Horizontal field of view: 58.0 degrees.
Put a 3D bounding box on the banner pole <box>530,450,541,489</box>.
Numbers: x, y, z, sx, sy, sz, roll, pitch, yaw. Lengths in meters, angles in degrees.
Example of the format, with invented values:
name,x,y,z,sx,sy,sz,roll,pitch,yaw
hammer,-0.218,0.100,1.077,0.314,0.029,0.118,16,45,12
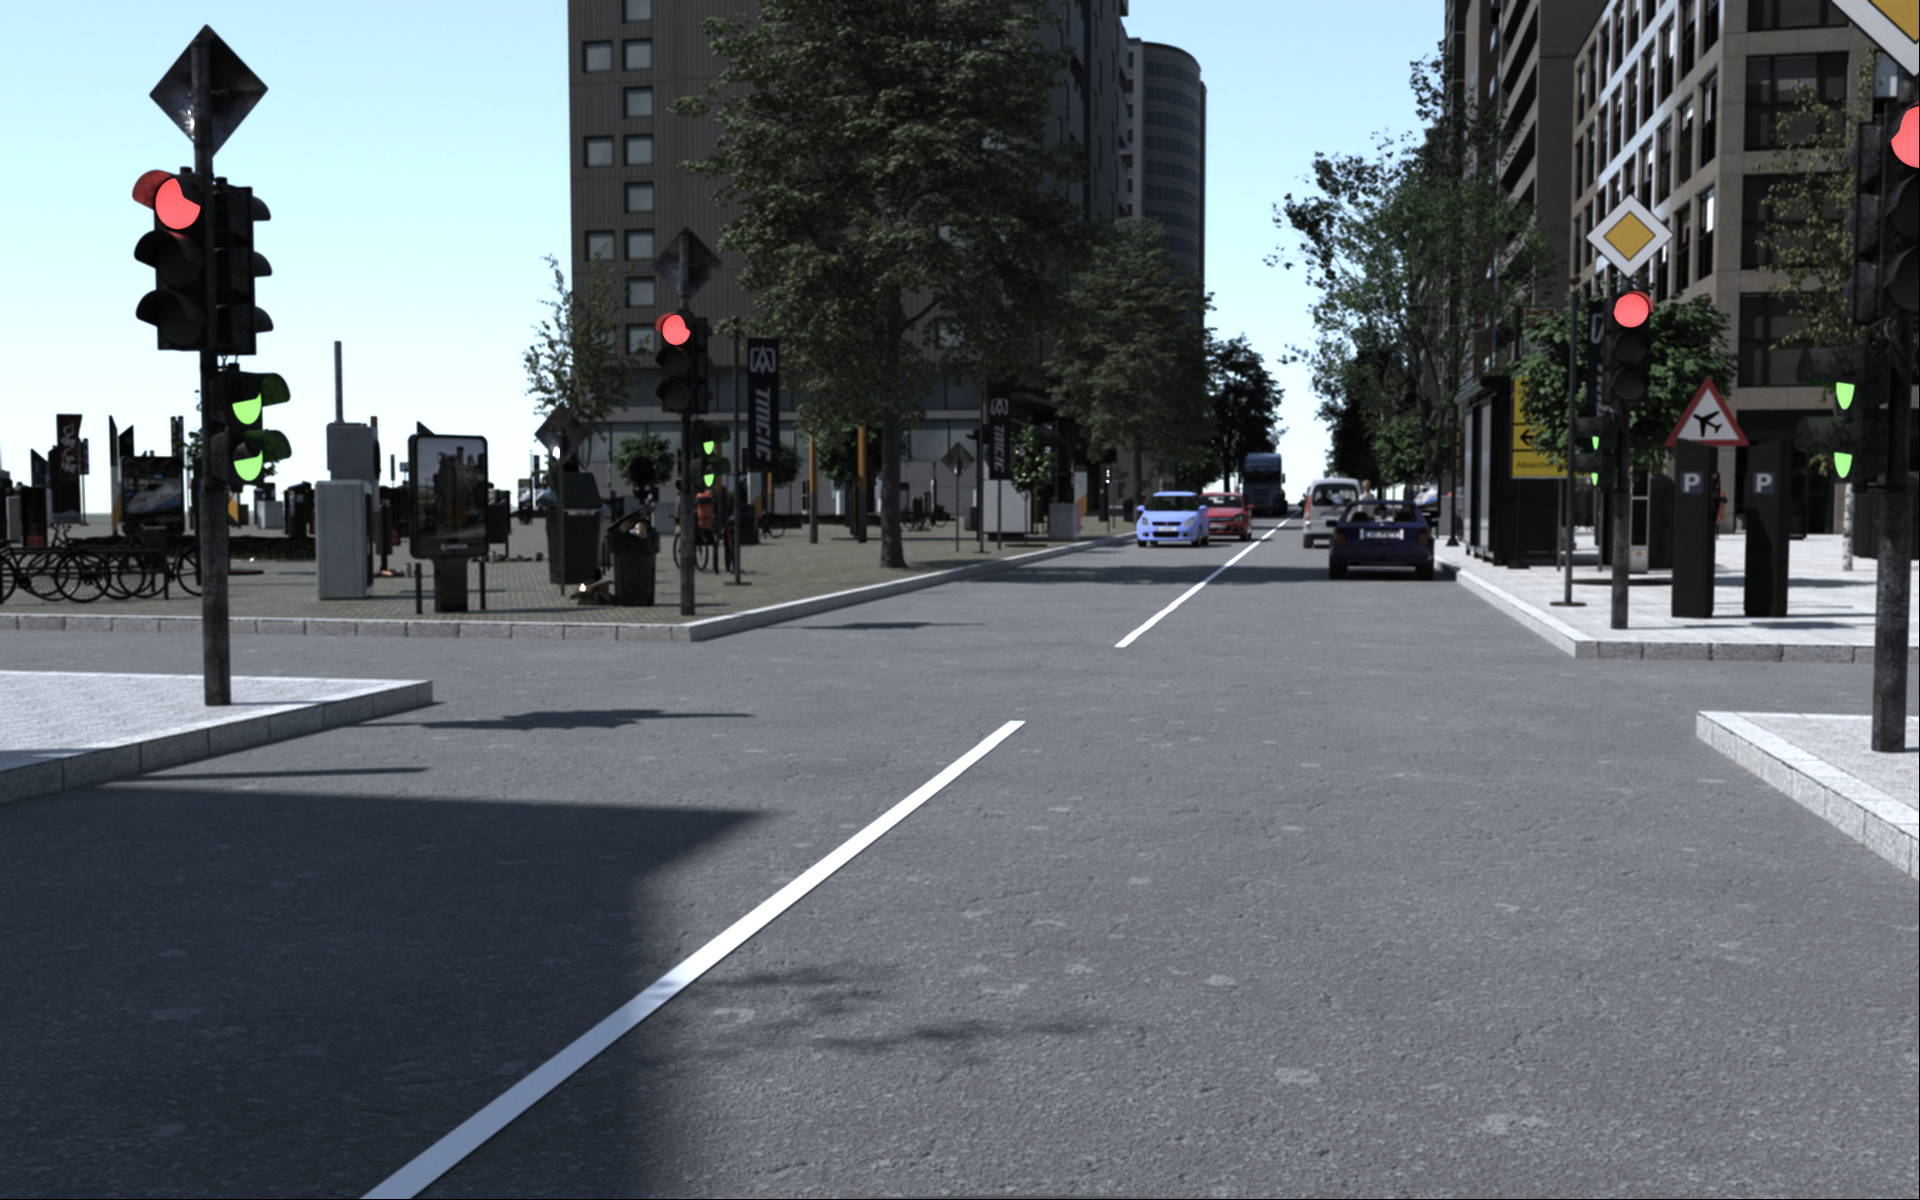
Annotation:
name,x,y,z,sx,sy,sz,roll,pitch,yaw
banner pole,-23.950,-6.576,97.542,0.401,3.779,0.863,2,4,34

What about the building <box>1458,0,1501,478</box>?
name,x,y,z,sx,sy,sz,roll,pitch,yaw
building,49.991,-30.322,145.868,14.600,45.320,14.200,1,4,12

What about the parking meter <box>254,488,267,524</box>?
name,x,y,z,sx,sy,sz,roll,pitch,yaw
parking meter,-29.665,-3.967,73.263,0.372,1.533,0.369,0,3,0

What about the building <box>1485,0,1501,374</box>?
name,x,y,z,sx,sy,sz,roll,pitch,yaw
building,49.742,-30.775,122.787,23.786,49.044,30.456,1,4,12

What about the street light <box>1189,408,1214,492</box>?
name,x,y,z,sx,sy,sz,roll,pitch,yaw
street light,12.930,-7.384,93.263,1.470,5.913,1.316,1,4,12

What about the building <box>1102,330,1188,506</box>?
name,x,y,z,sx,sy,sz,roll,pitch,yaw
building,11.557,-21.736,200.426,27.650,21.520,28.899,1,4,12

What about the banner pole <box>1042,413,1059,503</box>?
name,x,y,z,sx,sy,sz,roll,pitch,yaw
banner pole,2.812,-3.877,53.398,0.401,3.779,0.863,-3,5,-44

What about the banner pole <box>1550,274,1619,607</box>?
name,x,y,z,sx,sy,sz,roll,pitch,yaw
banner pole,7.232,-1.824,19.837,0.863,3.779,0.401,0,4,-2

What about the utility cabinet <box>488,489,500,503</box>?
name,x,y,z,sx,sy,sz,roll,pitch,yaw
utility cabinet,-20.022,-3.973,73.632,1.173,1.500,0.318,3,5,42

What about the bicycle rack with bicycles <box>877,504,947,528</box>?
name,x,y,z,sx,sy,sz,roll,pitch,yaw
bicycle rack with bicycles,-1.922,-3.219,66.017,2.925,0.926,2.852,-1,4,-13

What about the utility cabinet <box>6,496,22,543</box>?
name,x,y,z,sx,sy,sz,roll,pitch,yaw
utility cabinet,-24.908,-2.101,45.516,0.306,1.237,1.020,-2,4,-34

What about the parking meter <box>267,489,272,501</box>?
name,x,y,z,sx,sy,sz,roll,pitch,yaw
parking meter,-31.838,-4.355,79.622,0.372,1.533,0.369,0,3,0

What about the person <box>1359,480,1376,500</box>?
name,x,y,z,sx,sy,sz,roll,pitch,yaw
person,9.089,-1.762,37.975,0.731,1.740,0.598,-3,5,-42

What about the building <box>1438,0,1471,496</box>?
name,x,y,z,sx,sy,sz,roll,pitch,yaw
building,63.298,-46.312,195.458,20.563,71.187,20.611,1,4,12

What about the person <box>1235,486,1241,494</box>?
name,x,y,z,sx,sy,sz,roll,pitch,yaw
person,12.499,-4.247,78.339,0.834,1.777,0.661,1,4,15

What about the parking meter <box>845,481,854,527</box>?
name,x,y,z,sx,sy,sz,roll,pitch,yaw
parking meter,-4.290,-3.764,67.257,0.255,1.863,0.399,1,4,19

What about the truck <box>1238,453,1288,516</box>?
name,x,y,z,sx,sy,sz,roll,pitch,yaw
truck,21.168,-7.938,119.551,2.967,4.110,18.799,1,4,12

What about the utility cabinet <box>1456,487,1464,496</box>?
name,x,y,z,sx,sy,sz,roll,pitch,yaw
utility cabinet,16.691,-2.935,56.662,1.173,1.500,0.318,-2,4,-31

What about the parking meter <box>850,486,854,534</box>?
name,x,y,z,sx,sy,sz,roll,pitch,yaw
parking meter,-3.318,-2.858,55.135,0.372,1.533,0.369,0,3,0

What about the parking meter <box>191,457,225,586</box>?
name,x,y,z,sx,sy,sz,roll,pitch,yaw
parking meter,-10.540,-1.137,24.298,0.399,1.863,0.255,0,4,-6

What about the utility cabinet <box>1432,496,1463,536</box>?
name,x,y,z,sx,sy,sz,roll,pitch,yaw
utility cabinet,15.000,-2.567,53.133,1.020,1.237,0.306,0,4,-1

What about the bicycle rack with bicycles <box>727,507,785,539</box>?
name,x,y,z,sx,sy,sz,roll,pitch,yaw
bicycle rack with bicycles,-6.504,-2.247,50.121,2.925,0.926,2.852,-1,4,-18

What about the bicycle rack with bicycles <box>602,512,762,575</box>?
name,x,y,z,sx,sy,sz,roll,pitch,yaw
bicycle rack with bicycles,-4.779,-0.923,28.471,2.852,0.926,2.925,0,4,-8

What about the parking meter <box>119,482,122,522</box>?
name,x,y,z,sx,sy,sz,roll,pitch,yaw
parking meter,-37.929,-4.439,78.284,0.399,1.863,0.255,1,4,16

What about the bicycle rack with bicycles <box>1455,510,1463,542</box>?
name,x,y,z,sx,sy,sz,roll,pitch,yaw
bicycle rack with bicycles,14.357,-2.009,46.228,2.852,0.926,2.925,1,4,12

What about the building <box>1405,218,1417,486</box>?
name,x,y,z,sx,sy,sz,roll,pitch,yaw
building,67.851,-33.733,235.136,14.154,41.232,14.086,1,4,12

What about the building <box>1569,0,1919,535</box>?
name,x,y,z,sx,sy,sz,roll,pitch,yaw
building,36.909,-16.198,69.357,19.350,26.468,34.151,1,4,12

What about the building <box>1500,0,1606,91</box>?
name,x,y,z,sx,sy,sz,roll,pitch,yaw
building,42.560,-28.994,97.758,21.300,48.544,21.600,1,4,12

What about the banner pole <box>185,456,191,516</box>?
name,x,y,z,sx,sy,sz,roll,pitch,yaw
banner pole,-45.742,-6.894,102.736,0.401,3.779,0.863,-3,5,-42

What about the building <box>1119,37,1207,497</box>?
name,x,y,z,sx,sy,sz,roll,pitch,yaw
building,20.524,-41.868,226.545,21.231,58.520,28.212,1,4,12

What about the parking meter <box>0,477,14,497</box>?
name,x,y,z,sx,sy,sz,roll,pitch,yaw
parking meter,-32.822,-3.300,59.672,0.399,1.863,0.255,-3,5,-41

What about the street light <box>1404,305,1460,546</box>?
name,x,y,z,sx,sy,sz,roll,pitch,yaw
street light,11.588,-4.281,42.527,1.470,5.913,1.316,1,4,12

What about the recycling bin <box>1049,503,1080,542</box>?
name,x,y,z,sx,sy,sz,roll,pitch,yaw
recycling bin,2.840,-2.109,47.031,0.722,1.027,0.722,1,4,18

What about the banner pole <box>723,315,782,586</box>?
name,x,y,z,sx,sy,sz,roll,pitch,yaw
banner pole,-2.927,-2.106,24.453,0.863,3.779,0.401,-1,4,-21

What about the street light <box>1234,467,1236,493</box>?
name,x,y,z,sx,sy,sz,roll,pitch,yaw
street light,22.936,-10.298,140.912,1.470,5.913,1.316,1,4,12

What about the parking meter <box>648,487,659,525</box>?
name,x,y,z,sx,sy,sz,roll,pitch,yaw
parking meter,-10.701,-3.187,60.512,0.372,1.533,0.369,0,3,0

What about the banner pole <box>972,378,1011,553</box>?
name,x,y,z,sx,sy,sz,roll,pitch,yaw
banner pole,0.698,-2.907,37.552,0.863,3.779,0.401,0,4,-1

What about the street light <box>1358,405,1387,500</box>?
name,x,y,z,sx,sy,sz,roll,pitch,yaw
street light,21.528,-7.180,89.938,1.470,5.913,1.316,1,4,12

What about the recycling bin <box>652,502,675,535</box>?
name,x,y,z,sx,sy,sz,roll,pitch,yaw
recycling bin,-9.393,-2.587,54.852,0.722,1.027,0.722,-1,4,-10

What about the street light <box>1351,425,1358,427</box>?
name,x,y,z,sx,sy,sz,roll,pitch,yaw
street light,27.143,-8.847,117.190,1.470,5.913,1.316,1,4,12

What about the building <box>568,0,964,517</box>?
name,x,y,z,sx,sy,sz,roll,pitch,yaw
building,-6.904,-31.853,110.043,28.713,52.752,27.495,1,4,12

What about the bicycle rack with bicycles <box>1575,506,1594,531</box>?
name,x,y,z,sx,sy,sz,roll,pitch,yaw
bicycle rack with bicycles,22.348,-2.862,60.183,2.925,0.926,2.852,-3,5,-39

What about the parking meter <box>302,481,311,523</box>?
name,x,y,z,sx,sy,sz,roll,pitch,yaw
parking meter,-28.535,-4.284,75.749,0.399,1.863,0.255,-1,4,-13

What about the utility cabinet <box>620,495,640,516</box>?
name,x,y,z,sx,sy,sz,roll,pitch,yaw
utility cabinet,-17.020,-4.782,89.340,1.020,1.237,0.306,-1,4,-12

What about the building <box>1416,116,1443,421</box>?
name,x,y,z,sx,sy,sz,roll,pitch,yaw
building,68.608,-36.261,216.563,21.300,48.544,21.600,1,4,12

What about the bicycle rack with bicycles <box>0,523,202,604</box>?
name,x,y,z,sx,sy,sz,roll,pitch,yaw
bicycle rack with bicycles,-10.625,-0.483,21.287,2.925,0.926,2.852,-2,4,-28

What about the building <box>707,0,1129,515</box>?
name,x,y,z,sx,sy,sz,roll,pitch,yaw
building,-1.316,-33.497,136.914,28.713,52.752,27.495,1,4,12

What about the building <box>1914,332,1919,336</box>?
name,x,y,z,sx,sy,sz,roll,pitch,yaw
building,40.789,-15.238,25.555,44.131,29.872,17.030,1,4,12
